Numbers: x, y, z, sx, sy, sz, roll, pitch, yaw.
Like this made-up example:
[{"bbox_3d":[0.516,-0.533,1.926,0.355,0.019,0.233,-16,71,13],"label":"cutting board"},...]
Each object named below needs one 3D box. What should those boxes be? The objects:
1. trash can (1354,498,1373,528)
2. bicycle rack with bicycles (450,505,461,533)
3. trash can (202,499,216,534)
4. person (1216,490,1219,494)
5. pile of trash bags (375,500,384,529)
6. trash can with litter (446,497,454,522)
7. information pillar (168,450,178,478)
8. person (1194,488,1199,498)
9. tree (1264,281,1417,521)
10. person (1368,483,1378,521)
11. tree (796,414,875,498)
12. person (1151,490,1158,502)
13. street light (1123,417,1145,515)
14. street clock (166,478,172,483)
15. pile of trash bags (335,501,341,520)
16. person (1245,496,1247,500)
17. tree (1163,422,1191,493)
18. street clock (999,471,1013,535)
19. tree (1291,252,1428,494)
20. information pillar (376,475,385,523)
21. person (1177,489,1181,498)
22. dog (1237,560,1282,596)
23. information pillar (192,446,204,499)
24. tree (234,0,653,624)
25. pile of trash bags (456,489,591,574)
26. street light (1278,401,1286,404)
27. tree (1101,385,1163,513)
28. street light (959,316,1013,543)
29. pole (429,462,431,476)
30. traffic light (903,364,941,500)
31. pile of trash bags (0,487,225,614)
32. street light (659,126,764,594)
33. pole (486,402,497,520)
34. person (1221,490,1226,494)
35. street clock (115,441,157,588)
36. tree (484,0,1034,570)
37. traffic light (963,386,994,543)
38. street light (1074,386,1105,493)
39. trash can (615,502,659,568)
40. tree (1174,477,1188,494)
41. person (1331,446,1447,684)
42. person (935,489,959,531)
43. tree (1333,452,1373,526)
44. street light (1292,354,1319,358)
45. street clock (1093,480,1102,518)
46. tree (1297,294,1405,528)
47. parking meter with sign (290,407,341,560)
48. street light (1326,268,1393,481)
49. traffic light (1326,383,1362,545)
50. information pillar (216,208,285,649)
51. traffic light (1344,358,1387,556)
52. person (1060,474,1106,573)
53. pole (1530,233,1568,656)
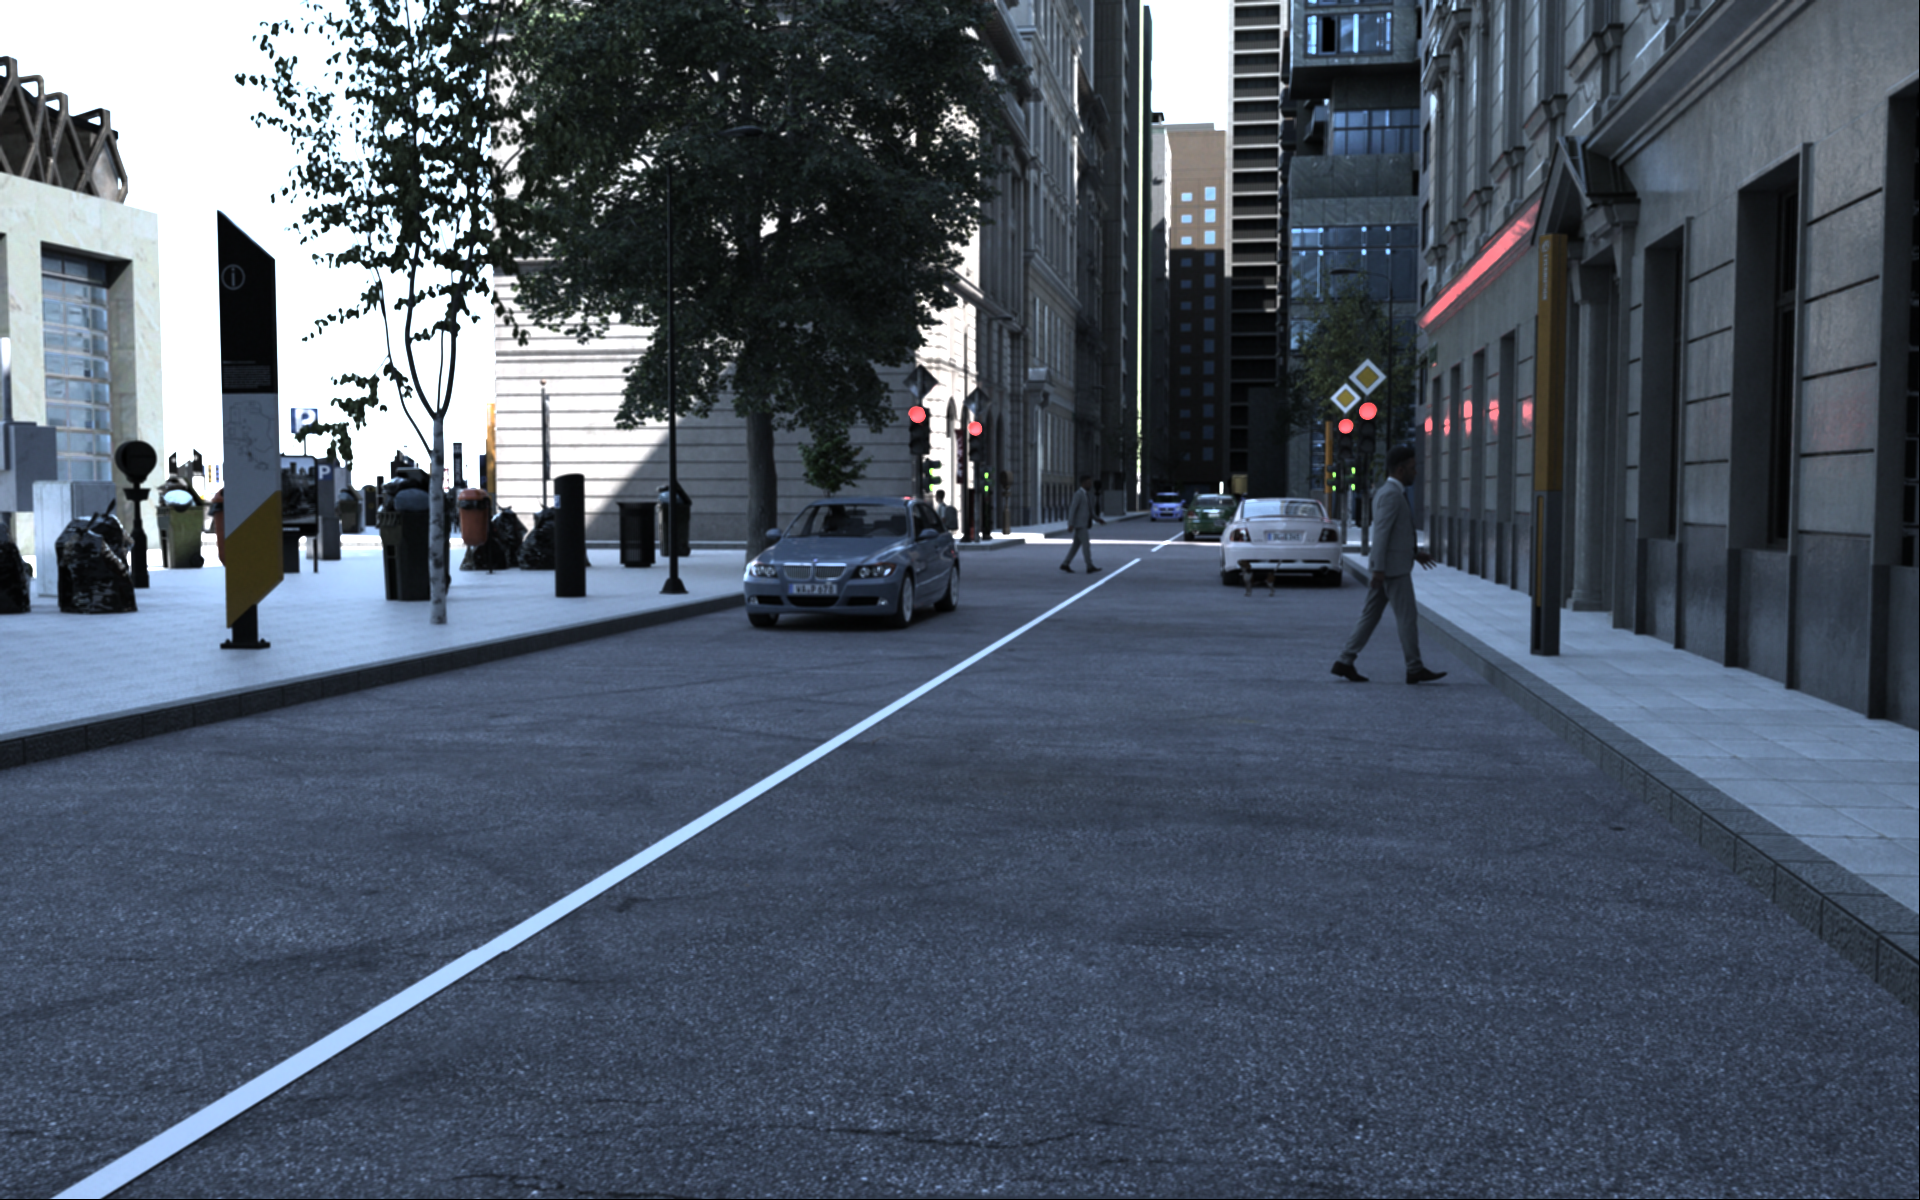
[{"bbox_3d":[15.457,-3.344,66.334,0.748,1.137,0.748,0,3,0],"label":"trash can"},{"bbox_3d":[-17.675,-2.734,58.089,2.852,0.926,2.925,0,4,-1],"label":"bicycle rack with bicycles"},{"bbox_3d":[-23.892,-2.669,55.288,0.748,1.137,0.748,0,3,0],"label":"trash can"},{"bbox_3d":[18.284,-6.996,123.677,0.721,1.735,1.217,3,5,44],"label":"person"},{"bbox_3d":[-20.350,-3.291,63.563,1.912,1.369,3.447,-2,4,-24],"label":"pile of trash bags"},{"bbox_3d":[-23.434,-4.130,78.905,0.624,1.170,1.055,-2,4,-34],"label":"trash can with litter"},{"bbox_3d":[-41.491,-6.117,91.371,0.504,3.616,0.183,0,4,-2],"label":"information pillar"},{"bbox_3d":[15.102,-6.241,110.773,0.641,1.798,0.478,0,4,-7],"label":"person"},{"bbox_3d":[16.810,-8.646,75.776,7.601,10.594,8.767,2,4,32],"label":"tree"},{"bbox_3d":[19.745,-4.683,82.725,0.709,1.813,0.853,2,4,35],"label":"person"},{"bbox_3d":[-2.611,-2.549,36.285,1.663,3.219,1.824,0,3,0],"label":"tree"},{"bbox_3d":[15.748,-8.126,140.365,0.593,1.643,0.415,-2,4,-29],"label":"person"},{"bbox_3d":[10.438,-8.087,104.765,1.470,5.913,1.316,1,4,9],"label":"street light"},{"bbox_3d":[-33.986,-4.294,74.770,0.358,2.002,0.471,3,5,41],"label":"street clock"},{"bbox_3d":[-29.544,-4.616,85.228,3.447,1.369,1.912,3,5,45],"label":"pile of trash bags"},{"bbox_3d":[23.004,-7.835,136.548,1.348,1.831,0.705,3,5,41],"label":"person"},{"bbox_3d":[21.509,-13.820,176.320,4.360,8.622,3.978,0,3,0],"label":"tree"},{"bbox_3d":[1.439,-3.005,53.697,0.358,2.002,0.471,-2,4,-30],"label":"street clock"},{"bbox_3d":[11.859,-6.257,52.657,4.737,8.622,4.395,0,3,0],"label":"tree"},{"bbox_3d":[-22.463,-3.832,67.153,0.304,2.012,0.304,-2,4,-25],"label":"information pillar"},{"bbox_3d":[24.658,-11.545,194.676,0.599,1.838,0.709,1,4,11],"label":"person"},{"bbox_3d":[4.208,-0.309,24.332,0.406,0.507,0.540,3,5,43],"label":"dog"},{"bbox_3d":[-37.427,-5.732,85.077,0.504,3.616,0.183,0,4,-4],"label":"information pillar"},{"bbox_3d":[-5.180,-4.086,17.170,4.737,8.622,4.395,0,3,0],"label":"tree"},{"bbox_3d":[-7.611,-1.197,29.325,1.912,1.369,3.447,0,4,8],"label":"pile of trash bags"},{"bbox_3d":[16.610,-6.983,86.713,1.470,5.913,1.316,1,4,9],"label":"street light"},{"bbox_3d":[11.061,-10.080,115.172,4.360,8.622,3.978,0,3,0],"label":"tree"},{"bbox_3d":[0.681,-4.450,45.300,1.470,5.913,1.316,1,4,9],"label":"street light"},{"bbox_3d":[-33.864,-7.154,110.807,0.158,3.312,0.155,0,3,0],"label":"pole"},{"bbox_3d":[-0.843,-2.964,37.390,0.839,4.253,0.868,1,4,9],"label":"traffic light"},{"bbox_3d":[-9.508,-0.583,19.291,3.447,1.369,1.912,-1,4,-11],"label":"pile of trash bags"},{"bbox_3d":[-3.166,-3.032,22.119,1.470,5.913,1.316,1,4,9],"label":"street light"},{"bbox_3d":[-10.430,-2.734,38.542,0.158,3.312,0.155,0,3,0],"label":"pole"},{"bbox_3d":[21.863,-8.277,143.913,1.350,1.814,0.705,0,4,-4],"label":"person"},{"bbox_3d":[-11.223,-1.166,23.633,0.358,2.002,0.471,3,5,44],"label":"street clock"},{"bbox_3d":[-3.307,-7.472,28.820,9.857,13.997,8.962,0,3,0],"label":"tree"},{"bbox_3d":[0.462,-3.446,45.268,0.839,4.253,0.868,1,4,9],"label":"traffic light"},{"bbox_3d":[5.525,-6.242,74.603,1.470,5.913,1.316,1,4,9],"label":"street light"},{"bbox_3d":[-5.666,-1.148,30.421,0.748,1.137,0.748,0,3,0],"label":"trash can"},{"bbox_3d":[24.916,-12.312,195.908,1.663,3.219,1.824,0,3,0],"label":"tree"},{"bbox_3d":[3.258,-0.267,13.136,0.850,1.792,0.678,0,4,7],"label":"person"},{"bbox_3d":[-0.312,-1.165,30.139,0.523,1.515,0.503,-2,4,-27],"label":"person"},{"bbox_3d":[15.565,-4.596,69.752,1.663,3.219,1.824,0,3,0],"label":"tree"},{"bbox_3d":[11.710,-5.199,57.541,1.470,5.913,1.316,1,4,9],"label":"street light"},{"bbox_3d":[7.132,-5.216,89.858,0.358,2.002,0.471,-2,4,-25],"label":"street clock"},{"bbox_3d":[14.588,-6.994,64.709,4.360,8.622,3.978,0,3,0],"label":"tree"},{"bbox_3d":[-12.654,-2.317,34.149,0.543,3.016,1.738,-3,4,-37],"label":"parking meter with sign"},{"bbox_3d":[8.294,-3.863,35.705,1.470,5.913,1.316,1,4,9],"label":"street light"},{"bbox_3d":[9.700,-3.354,43.761,0.839,4.253,0.868,1,4,9],"label":"traffic light"},{"bbox_3d":[-5.871,-1.404,14.306,0.504,3.616,0.183,0,4,8],"label":"information pillar"},{"bbox_3d":[8.396,-2.872,35.883,0.839,4.253,0.868,1,4,9],"label":"traffic light"},{"bbox_3d":[2.206,-1.387,31.459,0.850,1.792,0.678,1,4,21],"label":"person"},{"bbox_3d":[4.666,-1.216,13.717,0.158,3.312,0.155,0,3,0],"label":"pole"}]
